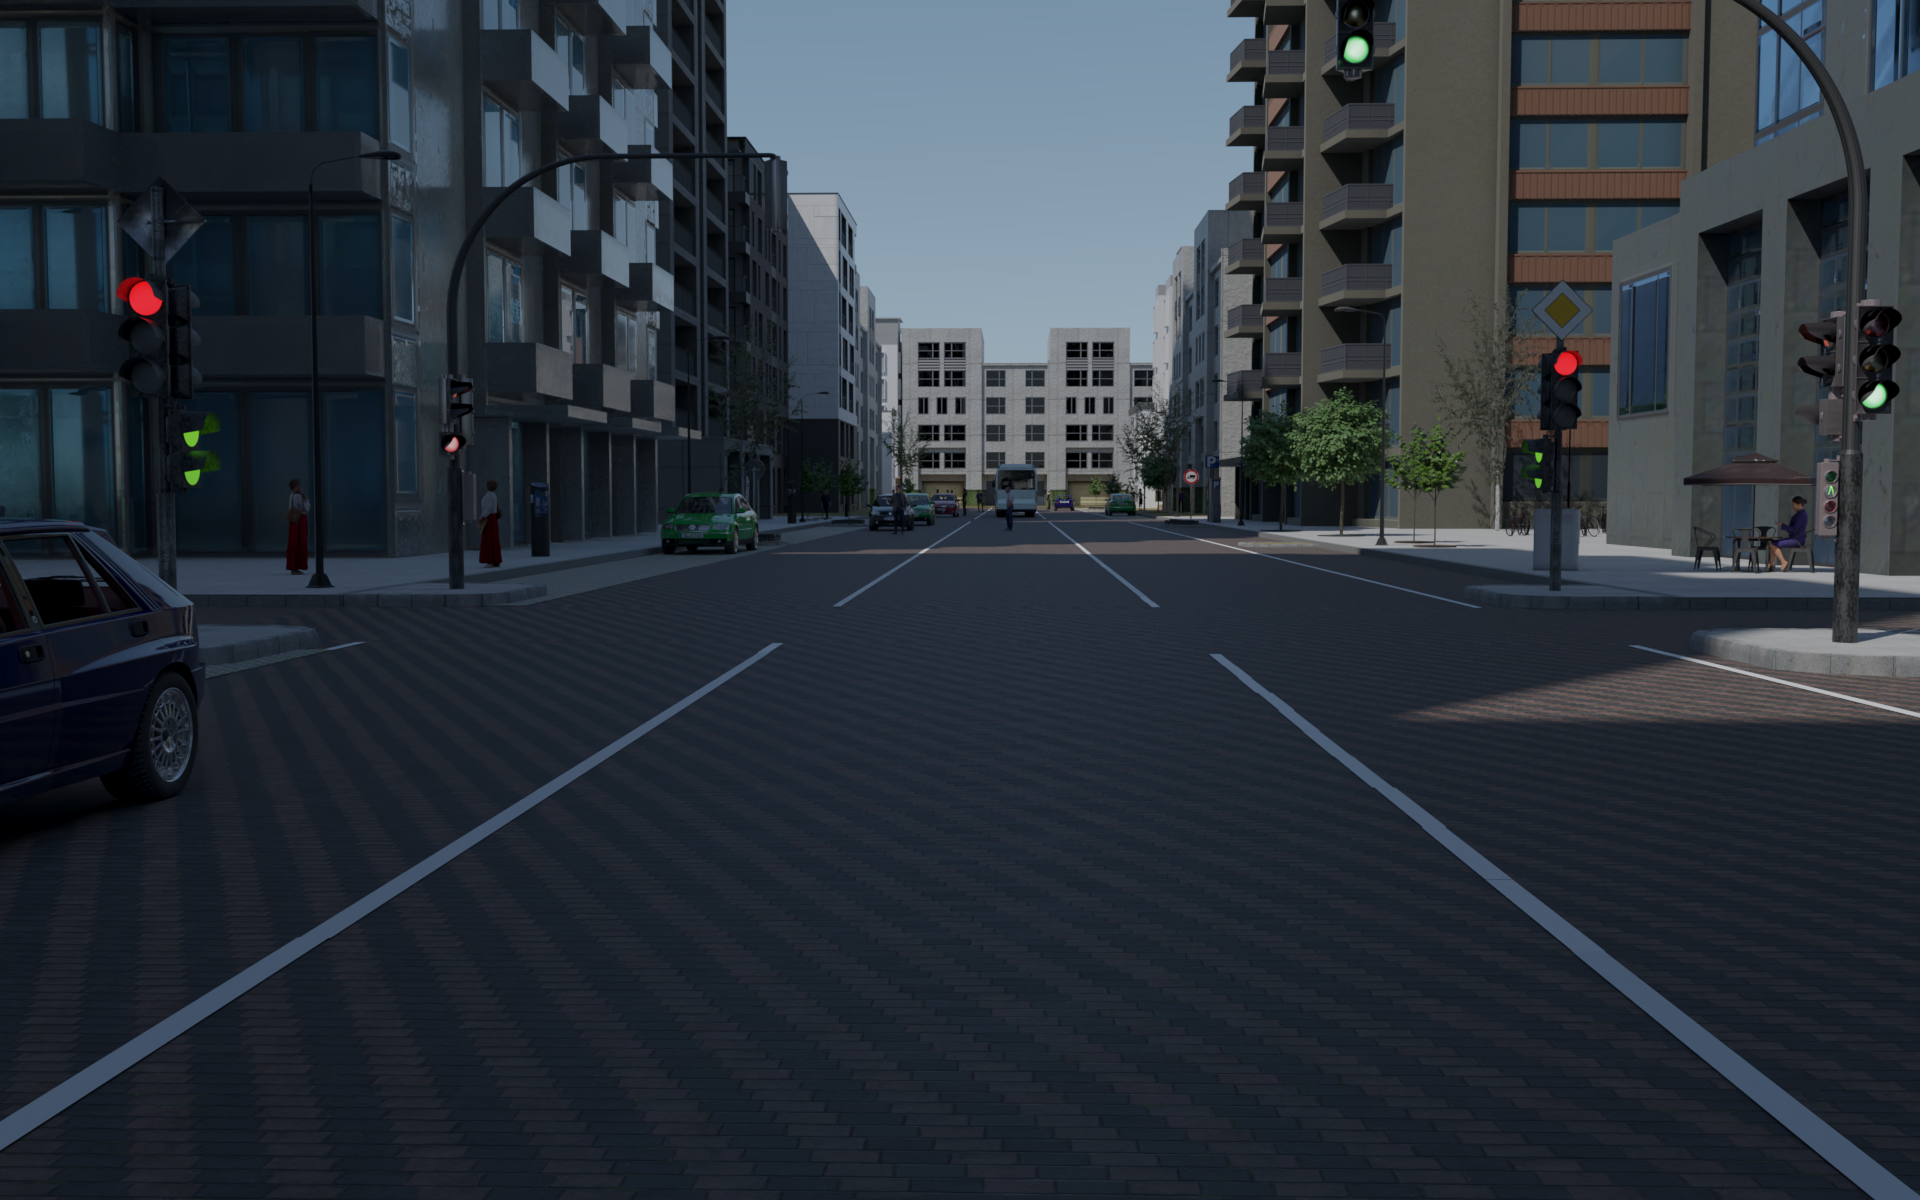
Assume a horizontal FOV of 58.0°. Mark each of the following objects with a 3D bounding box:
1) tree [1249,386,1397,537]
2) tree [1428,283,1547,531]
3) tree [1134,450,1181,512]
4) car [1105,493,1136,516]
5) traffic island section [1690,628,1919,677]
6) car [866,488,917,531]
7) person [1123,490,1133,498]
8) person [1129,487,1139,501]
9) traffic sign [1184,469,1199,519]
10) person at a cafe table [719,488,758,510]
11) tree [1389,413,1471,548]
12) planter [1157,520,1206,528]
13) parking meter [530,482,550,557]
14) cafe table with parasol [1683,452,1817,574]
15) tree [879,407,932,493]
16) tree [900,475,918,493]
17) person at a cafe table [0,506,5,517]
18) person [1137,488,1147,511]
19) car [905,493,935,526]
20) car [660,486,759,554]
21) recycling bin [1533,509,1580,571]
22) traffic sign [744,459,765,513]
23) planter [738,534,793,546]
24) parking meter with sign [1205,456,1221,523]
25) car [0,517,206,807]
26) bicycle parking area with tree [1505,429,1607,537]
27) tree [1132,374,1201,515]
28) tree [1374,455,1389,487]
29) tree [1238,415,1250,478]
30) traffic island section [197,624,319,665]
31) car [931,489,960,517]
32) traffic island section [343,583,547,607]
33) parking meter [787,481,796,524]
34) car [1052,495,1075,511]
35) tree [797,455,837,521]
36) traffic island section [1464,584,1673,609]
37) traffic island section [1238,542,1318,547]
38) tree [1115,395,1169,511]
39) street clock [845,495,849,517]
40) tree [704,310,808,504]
[{"bbox_3d":[11.524,-4.211,52.561,4.285,4.588,4.351,0,3,0],"label":"tree"},{"bbox_3d":[18.425,-6.700,59.907,4.360,8.622,3.978,0,3,0],"label":"tree"},{"bbox_3d":[13.861,-8.435,121.631,4.285,4.588,4.351,0,3,0],"label":"tree"},{"bbox_3d":[10.556,-6.440,114.089,1.959,1.807,4.718,0,3,0],"label":"car"},{"bbox_3d":[7.673,0.445,15.013,2.009,0.180,2.903,0,4,2],"label":"traffic island section"},{"bbox_3d":[-2.704,-3.620,68.973,2.009,1.686,4.222,0,3,0],"label":"car"},{"bbox_3d":[14.146,-8.594,147.281,1.217,1.735,0.721,0,4,-3],"label":"person"},{"bbox_3d":[15.091,-8.911,151.370,1.348,1.869,0.705,1,4,17],"label":"person"},{"bbox_3d":[11.943,-5.467,89.487,0.768,2.556,0.104,1,4,10],"label":"traffic sign"},{"bbox_3d":[-9.017,-3.594,67.272,1.698,1.524,1.622,3,5,41],"label":"person at a cafe table"},{"bbox_3d":[11.493,-2.876,41.624,1.663,3.219,1.824,0,3,0],"label":"tree"},{"bbox_3d":[9.533,-3.287,74.875,1.991,0.319,1.994,0,4,2],"label":"planter"},{"bbox_3d":[-8.612,-1.658,35.523,0.372,1.533,0.369,0,3,0],"label":"parking meter"},{"bbox_3d":[13.086,-1.448,28.544,2.610,1.966,2.610,0,4,-2],"label":"cafe table with parasol"},{"bbox_3d":[-4.741,-11.990,146.404,4.737,8.622,4.395,0,3,0],"label":"tree"},{"bbox_3d":[-4.972,-10.342,163.692,1.663,3.219,1.824,0,3,0],"label":"tree"},{"bbox_3d":[-17.187,-1.134,29.409,1.698,1.238,1.726,3,5,41],"label":"person at a cafe table"},{"bbox_3d":[14.062,-7.790,134.194,0.721,1.735,1.217,-2,4,-28],"label":"person"},{"bbox_3d":[-2.103,-4.367,80.199,1.959,1.807,4.718,0,4,1],"label":"car"},{"bbox_3d":[-6.095,-2.057,42.425,1.959,1.807,4.718,0,4,3],"label":"car"},{"bbox_3d":[10.097,-1.024,29.303,0.722,1.027,0.722,1,4,21],"label":"recycling bin"},{"bbox_3d":[-7.457,-3.837,62.836,0.768,2.556,0.104,1,4,11],"label":"traffic sign"},{"bbox_3d":[-5.726,-1.666,48.377,1.991,0.319,1.994,0,4,2],"label":"planter"},{"bbox_3d":[11.738,-5.156,80.567,0.543,3.016,1.738,0,4,6],"label":"parking meter with sign"},{"bbox_3d":[-4.554,0.351,6.850,1.945,1.354,3.894,0,4,0],"label":"car"},{"bbox_3d":[21.541,-4.063,53.438,9.016,4.147,8.231,-3,5,-43],"label":"bicycle parking area with tree"},{"bbox_3d":[12.638,-9.504,105.758,4.360,8.622,3.978,0,3,0],"label":"tree"},{"bbox_3d":[11.973,-3.106,45.388,1.663,3.219,1.824,0,3,0],"label":"tree"},{"bbox_3d":[11.070,-4.647,59.686,4.285,4.588,4.351,0,3,0],"label":"tree"},{"bbox_3d":[-7.081,0.416,15.477,2.009,0.180,2.903,0,4,2],"label":"traffic island section"},{"bbox_3d":[-1.017,-6.066,108.217,2.155,1.783,4.494,0,4,4],"label":"car"},{"bbox_3d":[-6.832,-0.072,23.458,2.009,0.180,2.903,0,4,2],"label":"traffic island section"},{"bbox_3d":[-7.293,-4.241,75.052,0.255,1.863,0.399,2,4,28],"label":"parking meter"},{"bbox_3d":[8.882,-8.283,148.014,1.945,1.354,3.894,0,4,2],"label":"car"},{"bbox_3d":[-7.269,-5.852,90.283,1.663,3.219,1.824,0,3,0],"label":"tree"},{"bbox_3d":[7.922,-0.044,22.995,2.009,0.180,2.903,0,4,2],"label":"traffic island section"},{"bbox_3d":[8.693,-1.516,47.647,1.991,0.108,1.994,0,4,2],"label":"traffic island section"},{"bbox_3d":[13.599,-10.867,128.045,4.737,8.622,4.395,0,3,0],"label":"tree"},{"bbox_3d":[-6.297,-5.587,95.914,0.358,2.002,0.471,0,4,-1],"label":"street clock"},{"bbox_3d":[-8.504,-7.332,70.241,4.360,8.622,3.978,0,3,0],"label":"tree"}]
